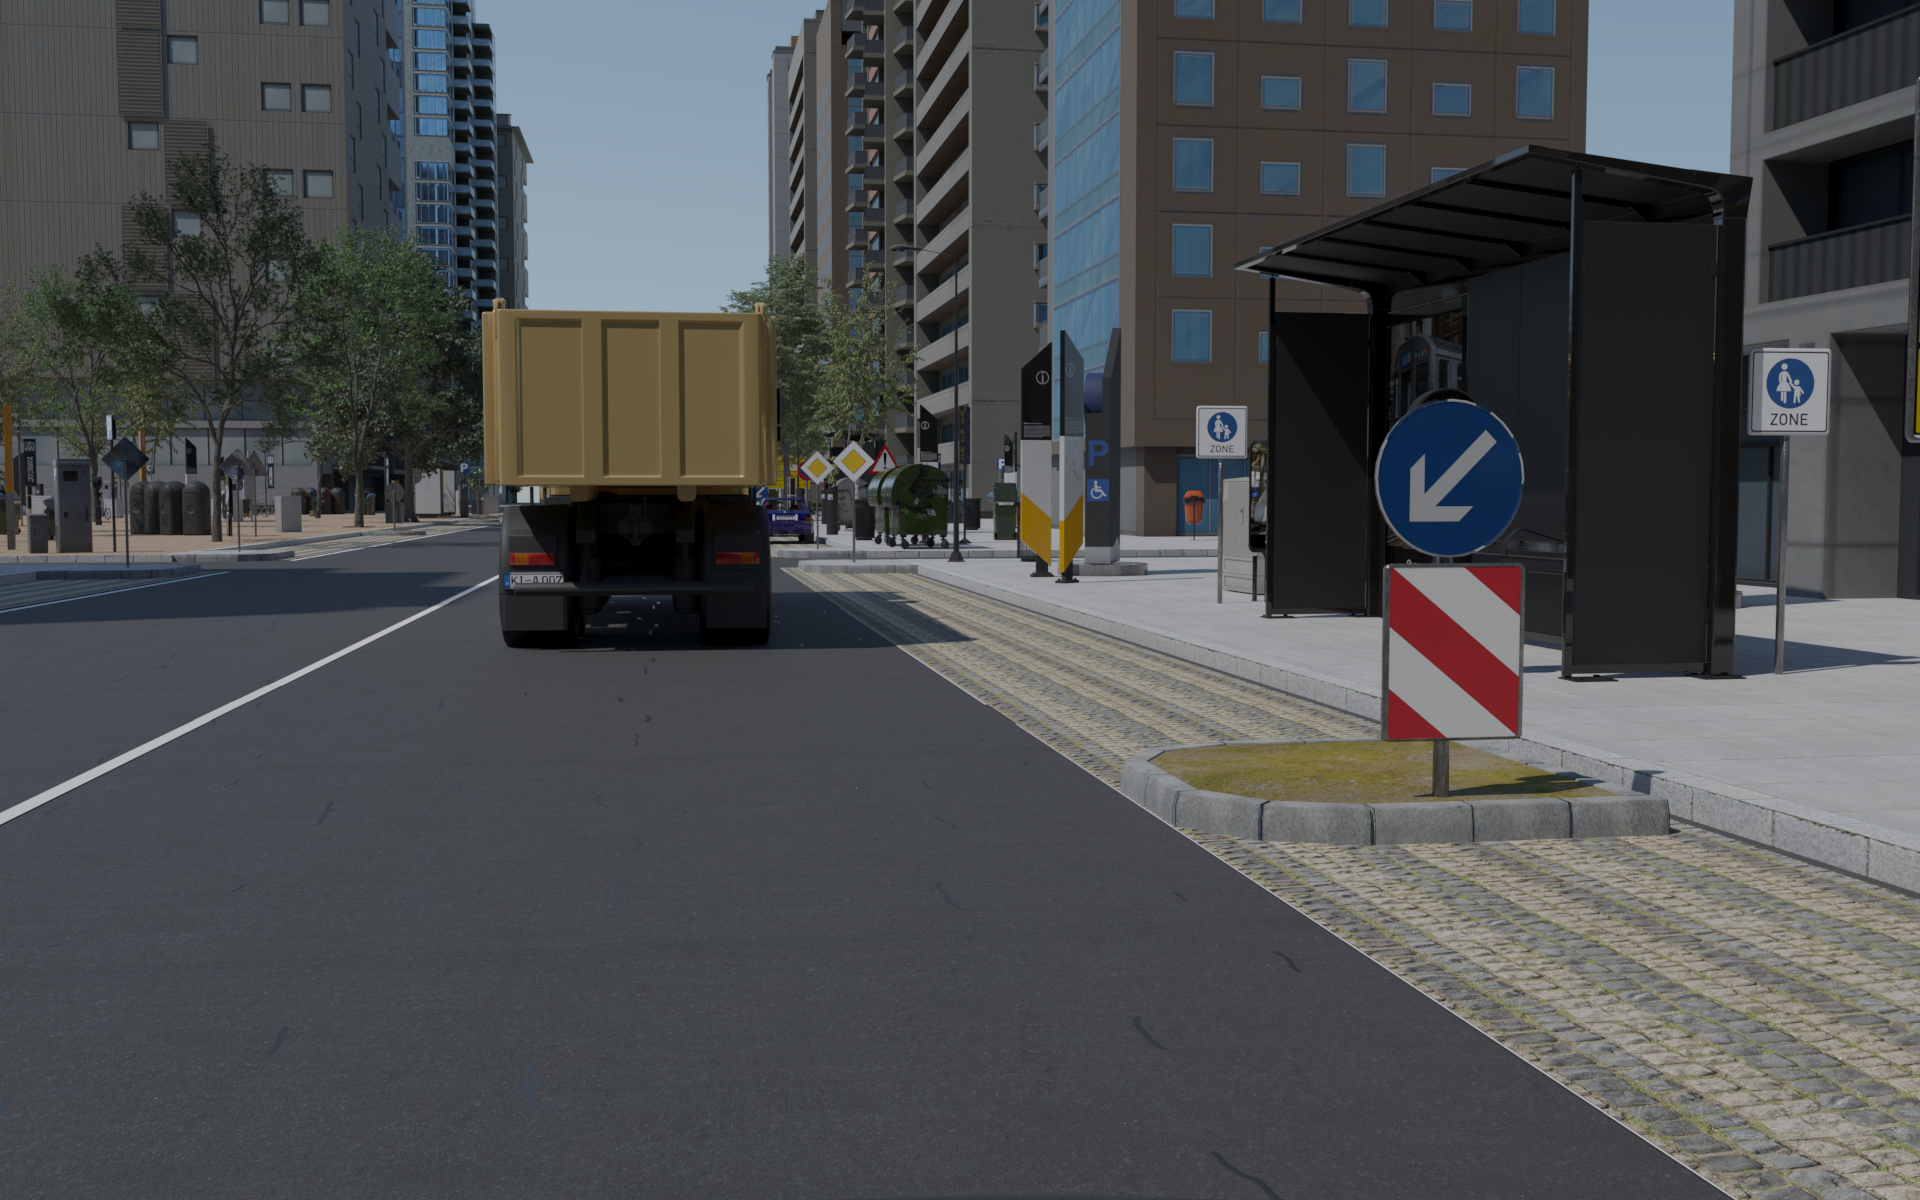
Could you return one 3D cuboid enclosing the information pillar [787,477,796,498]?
[{"bbox_3d":[-7.382,-4.373,75.990,0.304,2.012,0.304,-2,4,-25],"label":"information pillar"}]

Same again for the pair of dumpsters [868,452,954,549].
[{"bbox_3d":[-1.206,-2.418,42.020,1.574,2.255,4.437,-1,4,-10],"label":"pair of dumpsters"}]

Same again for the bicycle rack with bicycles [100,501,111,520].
[{"bbox_3d":[-43.611,-4.413,85.530,2.852,0.926,2.925,-3,5,-44],"label":"bicycle rack with bicycles"}]

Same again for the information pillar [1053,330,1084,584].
[{"bbox_3d":[1.599,-2.053,24.929,0.183,3.616,0.504,3,5,40],"label":"information pillar"}]

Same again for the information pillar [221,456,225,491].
[{"bbox_3d":[-45.004,-6.976,105.408,0.504,3.616,0.183,-3,5,-42],"label":"information pillar"}]

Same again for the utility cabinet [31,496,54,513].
[{"bbox_3d":[-32.736,-3.109,61.997,1.020,1.237,0.306,1,4,23],"label":"utility cabinet"}]

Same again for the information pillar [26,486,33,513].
[{"bbox_3d":[-52.765,-5.732,98.204,0.304,2.012,0.304,-3,4,-38],"label":"information pillar"}]

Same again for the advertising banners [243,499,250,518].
[{"bbox_3d":[-39.137,-6.058,95.228,0.090,3.025,2.074,0,4,-7],"label":"advertising banners"}]

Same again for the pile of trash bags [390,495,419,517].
[{"bbox_3d":[-31.918,-5.512,99.874,1.912,1.369,3.447,-1,4,-15],"label":"pile of trash bags"}]

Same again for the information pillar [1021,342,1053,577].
[{"bbox_3d":[1.187,-2.159,26.658,0.504,3.616,0.183,-1,4,-12],"label":"information pillar"}]

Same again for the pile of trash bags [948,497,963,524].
[{"bbox_3d":[-0.725,-4.025,75.556,1.912,1.369,3.447,3,4,37],"label":"pile of trash bags"}]

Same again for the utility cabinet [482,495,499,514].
[{"bbox_3d":[-30.443,-6.179,112.183,1.020,1.237,0.306,-2,4,-33],"label":"utility cabinet"}]

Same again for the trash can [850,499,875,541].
[{"bbox_3d":[-2.659,-2.224,48.011,0.748,1.137,0.748,0,3,0],"label":"trash can"}]

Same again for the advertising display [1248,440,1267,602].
[{"bbox_3d":[3.734,-0.924,20.319,0.123,1.923,0.974,-2,4,-28],"label":"advertising display"}]

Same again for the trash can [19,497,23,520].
[{"bbox_3d":[-47.030,-4.563,86.257,0.748,1.137,0.748,0,3,0],"label":"trash can"}]

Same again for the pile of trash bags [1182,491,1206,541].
[{"bbox_3d":[7.864,-2.323,47.726,3.447,1.369,1.912,0,4,5],"label":"pile of trash bags"}]

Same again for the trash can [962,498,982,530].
[{"bbox_3d":[0.429,-3.050,61.517,0.748,1.137,0.748,0,3,0],"label":"trash can"}]

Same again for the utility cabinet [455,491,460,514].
[{"bbox_3d":[-32.171,-6.203,110.090,1.173,1.500,0.318,2,4,28],"label":"utility cabinet"}]

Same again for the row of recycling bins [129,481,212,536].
[{"bbox_3d":[-24.842,-2.893,54.410,3.534,1.692,1.069,2,4,32],"label":"row of recycling bins"}]

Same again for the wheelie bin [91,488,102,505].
[{"bbox_3d":[-47.634,-5.331,95.072,0.693,1.594,0.980,2,4,26],"label":"wheelie bin"}]

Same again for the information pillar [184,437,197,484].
[{"bbox_3d":[-31.665,-4.892,71.331,0.183,3.616,0.504,2,4,34],"label":"information pillar"}]

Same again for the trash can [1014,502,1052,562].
[{"bbox_3d":[1.384,-1.299,32.894,0.748,1.137,0.748,0,3,0],"label":"trash can"}]

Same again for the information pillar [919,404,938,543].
[{"bbox_3d":[-0.817,-3.278,44.947,0.504,3.616,0.183,0,4,5],"label":"information pillar"}]

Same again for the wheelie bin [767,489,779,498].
[{"bbox_3d":[-10.129,-5.163,92.324,0.980,1.594,0.693,-3,4,-37],"label":"wheelie bin"}]

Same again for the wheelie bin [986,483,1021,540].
[{"bbox_3d":[1.210,-2.461,48.142,0.980,1.594,0.693,0,4,-6],"label":"wheelie bin"}]

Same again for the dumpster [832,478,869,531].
[{"bbox_3d":[-3.816,-3.338,60.333,1.264,1.857,1.865,-1,4,-10],"label":"dumpster"}]

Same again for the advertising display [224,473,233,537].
[{"bbox_3d":[-22.214,-2.900,52.626,0.123,1.923,0.974,-2,4,-30],"label":"advertising display"}]

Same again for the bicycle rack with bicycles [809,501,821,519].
[{"bbox_3d":[-7.028,-5.354,100.919,2.925,0.926,2.852,-1,4,-11],"label":"bicycle rack with bicycles"}]

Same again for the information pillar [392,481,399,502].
[{"bbox_3d":[-31.521,-5.643,96.749,0.304,2.012,0.304,-3,5,-39],"label":"information pillar"}]

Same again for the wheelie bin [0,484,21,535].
[{"bbox_3d":[-30.059,-2.852,54.546,0.693,1.594,0.980,0,4,-5],"label":"wheelie bin"}]

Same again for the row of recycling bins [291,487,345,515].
[{"bbox_3d":[-39.974,-6.155,107.744,1.069,1.692,3.534,3,4,37],"label":"row of recycling bins"}]

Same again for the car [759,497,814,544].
[{"bbox_3d":[-5.240,-2.329,50.654,1.945,1.354,3.894,-1,4,-10],"label":"car"}]

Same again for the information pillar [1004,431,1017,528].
[{"bbox_3d":[1.923,-4.657,67.489,0.504,3.616,0.183,3,4,38],"label":"information pillar"}]

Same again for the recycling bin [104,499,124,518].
[{"bbox_3d":[-45.159,-4.885,92.418,0.722,1.027,0.722,0,4,3],"label":"recycling bin"}]

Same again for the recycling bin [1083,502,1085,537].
[{"bbox_3d":[3.938,-2.438,52.418,0.722,1.027,0.722,-1,4,-10],"label":"recycling bin"}]

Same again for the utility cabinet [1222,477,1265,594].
[{"bbox_3d":[3.744,-0.841,22.435,0.318,1.500,1.173,-1,4,-13],"label":"utility cabinet"}]

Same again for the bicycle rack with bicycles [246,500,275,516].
[{"bbox_3d":[-41.627,-5.480,102.986,2.852,0.926,2.925,3,5,41],"label":"bicycle rack with bicycles"}]

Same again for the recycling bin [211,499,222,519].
[{"bbox_3d":[-39.252,-4.806,91.127,0.722,1.027,0.722,0,4,6],"label":"recycling bin"}]

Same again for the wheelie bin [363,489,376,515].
[{"bbox_3d":[-35.736,-5.916,104.634,0.980,1.594,0.693,1,4,9],"label":"wheelie bin"}]

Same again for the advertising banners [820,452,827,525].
[{"bbox_3d":[-5.441,-4.646,72.146,0.090,3.025,2.074,-2,4,-28],"label":"advertising banners"}]

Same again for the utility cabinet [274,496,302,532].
[{"bbox_3d":[-22.609,-2.883,58.298,0.306,1.237,1.020,1,4,17],"label":"utility cabinet"}]
